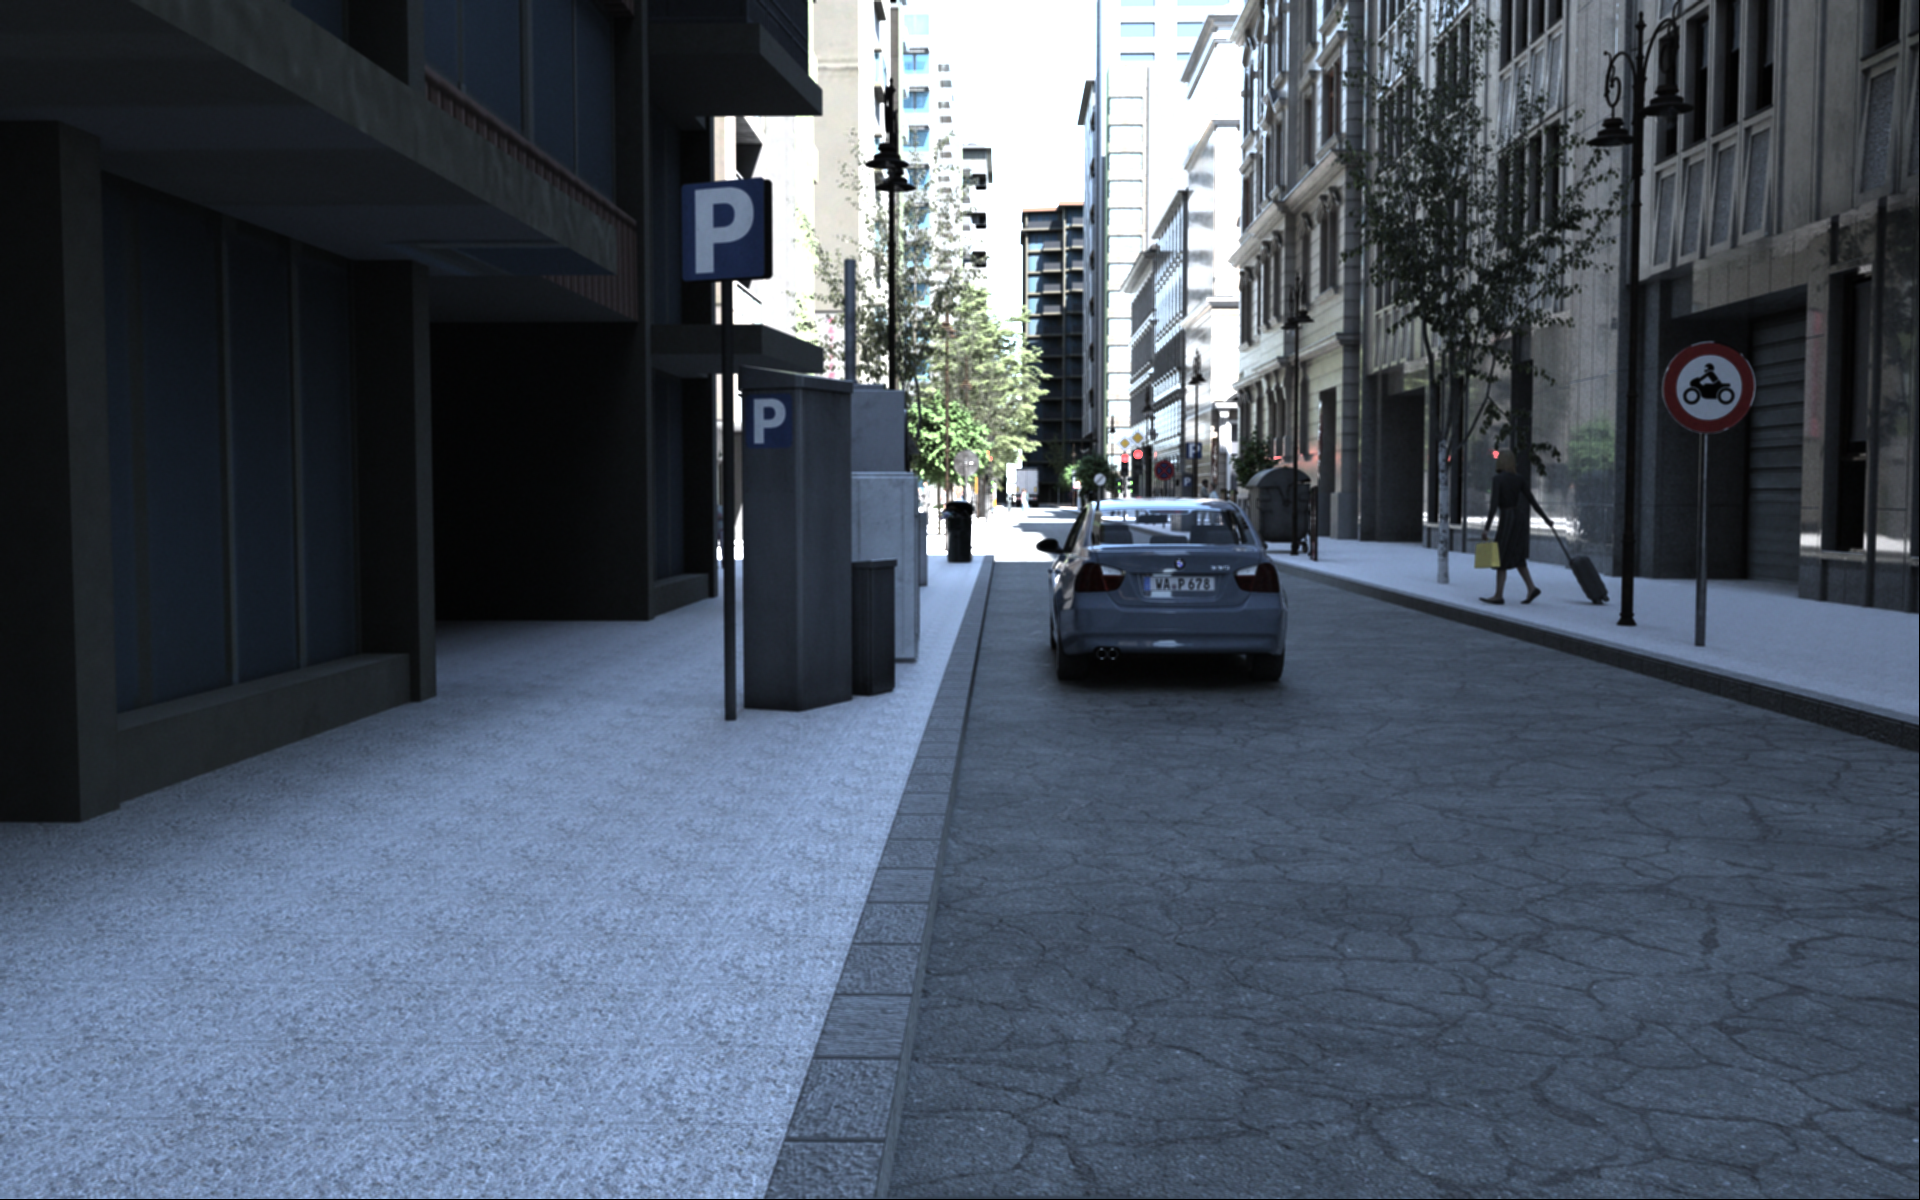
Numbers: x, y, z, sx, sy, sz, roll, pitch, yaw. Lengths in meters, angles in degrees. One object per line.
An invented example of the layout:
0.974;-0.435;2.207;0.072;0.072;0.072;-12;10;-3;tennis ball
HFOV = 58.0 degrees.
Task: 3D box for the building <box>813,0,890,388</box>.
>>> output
-13.629;-26.670;59.751;21.600;48.544;21.300;0;4;2;building

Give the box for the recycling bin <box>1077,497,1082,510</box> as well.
9.694;-7.613;137.021;0.722;1.027;0.722;1;4;19;recycling bin

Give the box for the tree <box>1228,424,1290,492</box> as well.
8.260;-3.258;47.871;1.663;3.219;1.824;0;3;0;tree

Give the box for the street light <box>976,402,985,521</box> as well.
0.869;-6.735;82.904;0.468;5.910;1.993;0;4;2;street light

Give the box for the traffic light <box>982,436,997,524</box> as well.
1.154;-5.244;74.665;0.839;4.253;0.868;0;4;2;traffic light

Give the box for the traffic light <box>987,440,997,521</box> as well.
1.365;-5.733;82.647;0.839;4.253;0.868;0;4;2;traffic light

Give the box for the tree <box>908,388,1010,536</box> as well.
-0.681;-4.291;53.878;4.285;4.588;4.351;0;3;0;tree

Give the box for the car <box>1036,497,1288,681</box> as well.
1.651;-0.159;14.608;2.014;1.417;4.499;0;4;2;car

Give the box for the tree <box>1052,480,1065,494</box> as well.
12.409;-13.548;216.118;1.663;3.219;1.824;0;3;0;tree

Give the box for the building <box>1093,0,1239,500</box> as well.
25.069;-39.486;187.601;21.231;58.520;28.212;0;4;2;building

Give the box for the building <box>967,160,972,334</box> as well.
-13.874;-36.608;218.153;30.456;49.044;23.786;0;4;2;building

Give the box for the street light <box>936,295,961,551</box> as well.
-0.288;-4.025;38.591;0.468;5.910;1.993;0;4;2;street light

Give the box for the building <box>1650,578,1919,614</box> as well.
15.855;-12.131;16.359;12.078;24.808;19.932;0;4;2;building

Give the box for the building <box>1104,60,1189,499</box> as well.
20.902;-29.574;167.122;14.154;41.232;14.086;0;4;2;building

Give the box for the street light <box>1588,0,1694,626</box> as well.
6.522;-2.690;16.766;0.468;5.910;1.993;0;4;2;street light

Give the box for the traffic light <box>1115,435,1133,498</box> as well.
7.824;-5.723;82.493;0.839;4.253;0.868;0;4;2;traffic light

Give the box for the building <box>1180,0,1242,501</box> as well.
22.180;-18.638;90.629;20.117;28.700;13.634;0;4;2;building

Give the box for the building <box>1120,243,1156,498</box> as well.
18.030;-17.521;137.376;10.553;20.767;40.483;0;4;2;building

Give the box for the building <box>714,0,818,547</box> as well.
-11.234;-21.910;41.819;14.154;41.232;14.086;0;4;2;building

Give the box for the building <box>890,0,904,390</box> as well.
-10.469;-19.770;94.941;14.160;30.474;14.107;0;4;2;building

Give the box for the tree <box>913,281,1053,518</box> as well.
1.085;-10.692;92.936;7.486;12.596;7.792;0;3;0;tree

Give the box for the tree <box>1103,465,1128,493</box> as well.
10.494;-7.427;116.040;1.663;3.219;1.824;0;3;0;tree

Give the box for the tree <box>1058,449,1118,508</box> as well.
9.482;-8.541;123.351;4.285;4.588;4.351;0;3;0;tree

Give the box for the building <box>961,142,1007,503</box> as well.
-6.674;-40.920;258.287;27.495;52.752;28.713;0;4;2;building

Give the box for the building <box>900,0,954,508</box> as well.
-11.817;-33.829;172.715;23.786;49.044;30.456;0;4;2;building

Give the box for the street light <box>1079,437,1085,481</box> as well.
9.740;-10.131;138.427;0.468;5.910;1.993;0;4;2;street light

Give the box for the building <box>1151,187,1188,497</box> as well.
17.487;-15.821;107.816;9.793;20.994;18.267;0;4;2;building

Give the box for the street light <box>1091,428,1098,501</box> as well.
9.236;-8.918;118.592;0.468;5.910;1.993;0;4;2;street light

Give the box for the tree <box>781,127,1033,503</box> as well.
-1.244;-5.119;34.052;4.360;8.622;3.978;0;3;0;tree

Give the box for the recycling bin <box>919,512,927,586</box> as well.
-0.926;-0.707;24.115;0.722;1.027;0.722;2;4;30;recycling bin

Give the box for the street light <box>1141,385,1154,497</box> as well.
7.985;-6.184;73.901;0.468;5.910;1.993;0;4;2;street light

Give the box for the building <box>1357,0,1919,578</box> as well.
16.624;-13.370;36.614;12.078;24.808;19.932;0;4;2;building

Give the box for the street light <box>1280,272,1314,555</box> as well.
7.034;-3.882;36.252;0.468;5.910;1.993;0;4;2;street light

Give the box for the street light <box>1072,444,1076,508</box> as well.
10.323;-11.282;157.249;0.468;5.910;1.993;0;4;2;street light

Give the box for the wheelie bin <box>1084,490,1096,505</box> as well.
9.525;-7.243;126.327;0.980;1.594;0.693;-2;4;-24;wheelie bin

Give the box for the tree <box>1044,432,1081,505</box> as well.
11.977;-15.626;205.844;4.737;8.622;4.395;0;3;0;tree

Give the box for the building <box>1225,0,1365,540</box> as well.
17.146;-16.605;58.877;14.401;28.519;23.554;0;4;2;building

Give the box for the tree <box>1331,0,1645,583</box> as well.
7.016;-4.531;24.437;4.360;8.622;3.978;0;3;0;tree

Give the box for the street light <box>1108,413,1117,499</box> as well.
8.725;-7.738;99.306;0.468;5.910;1.993;0;4;2;street light

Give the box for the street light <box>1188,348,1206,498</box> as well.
7.517;-5.033;55.076;0.468;5.910;1.993;0;4;2;street light

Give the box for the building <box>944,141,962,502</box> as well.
-6.952;-31.282;195.062;14.154;41.232;14.086;0;4;2;building

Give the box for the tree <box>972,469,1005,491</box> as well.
2.951;-13.666;173.805;4.737;8.622;4.395;0;3;0;tree

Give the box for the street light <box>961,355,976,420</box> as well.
0.214;-5.203;57.853;0.468;5.910;1.993;0;4;2;street light

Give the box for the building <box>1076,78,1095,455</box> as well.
29.298;-38.302;215.477;28.713;52.752;27.495;0;4;2;building

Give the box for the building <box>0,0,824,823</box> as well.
-12.872;-21.878;12.323;22.147;44.769;28.867;0;4;2;building

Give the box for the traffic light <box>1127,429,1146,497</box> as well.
7.613;-5.235;74.511;0.839;4.253;0.868;0;4;2;traffic light

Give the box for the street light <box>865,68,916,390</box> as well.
-0.765;-2.852;19.412;0.468;5.910;1.993;0;4;2;street light
